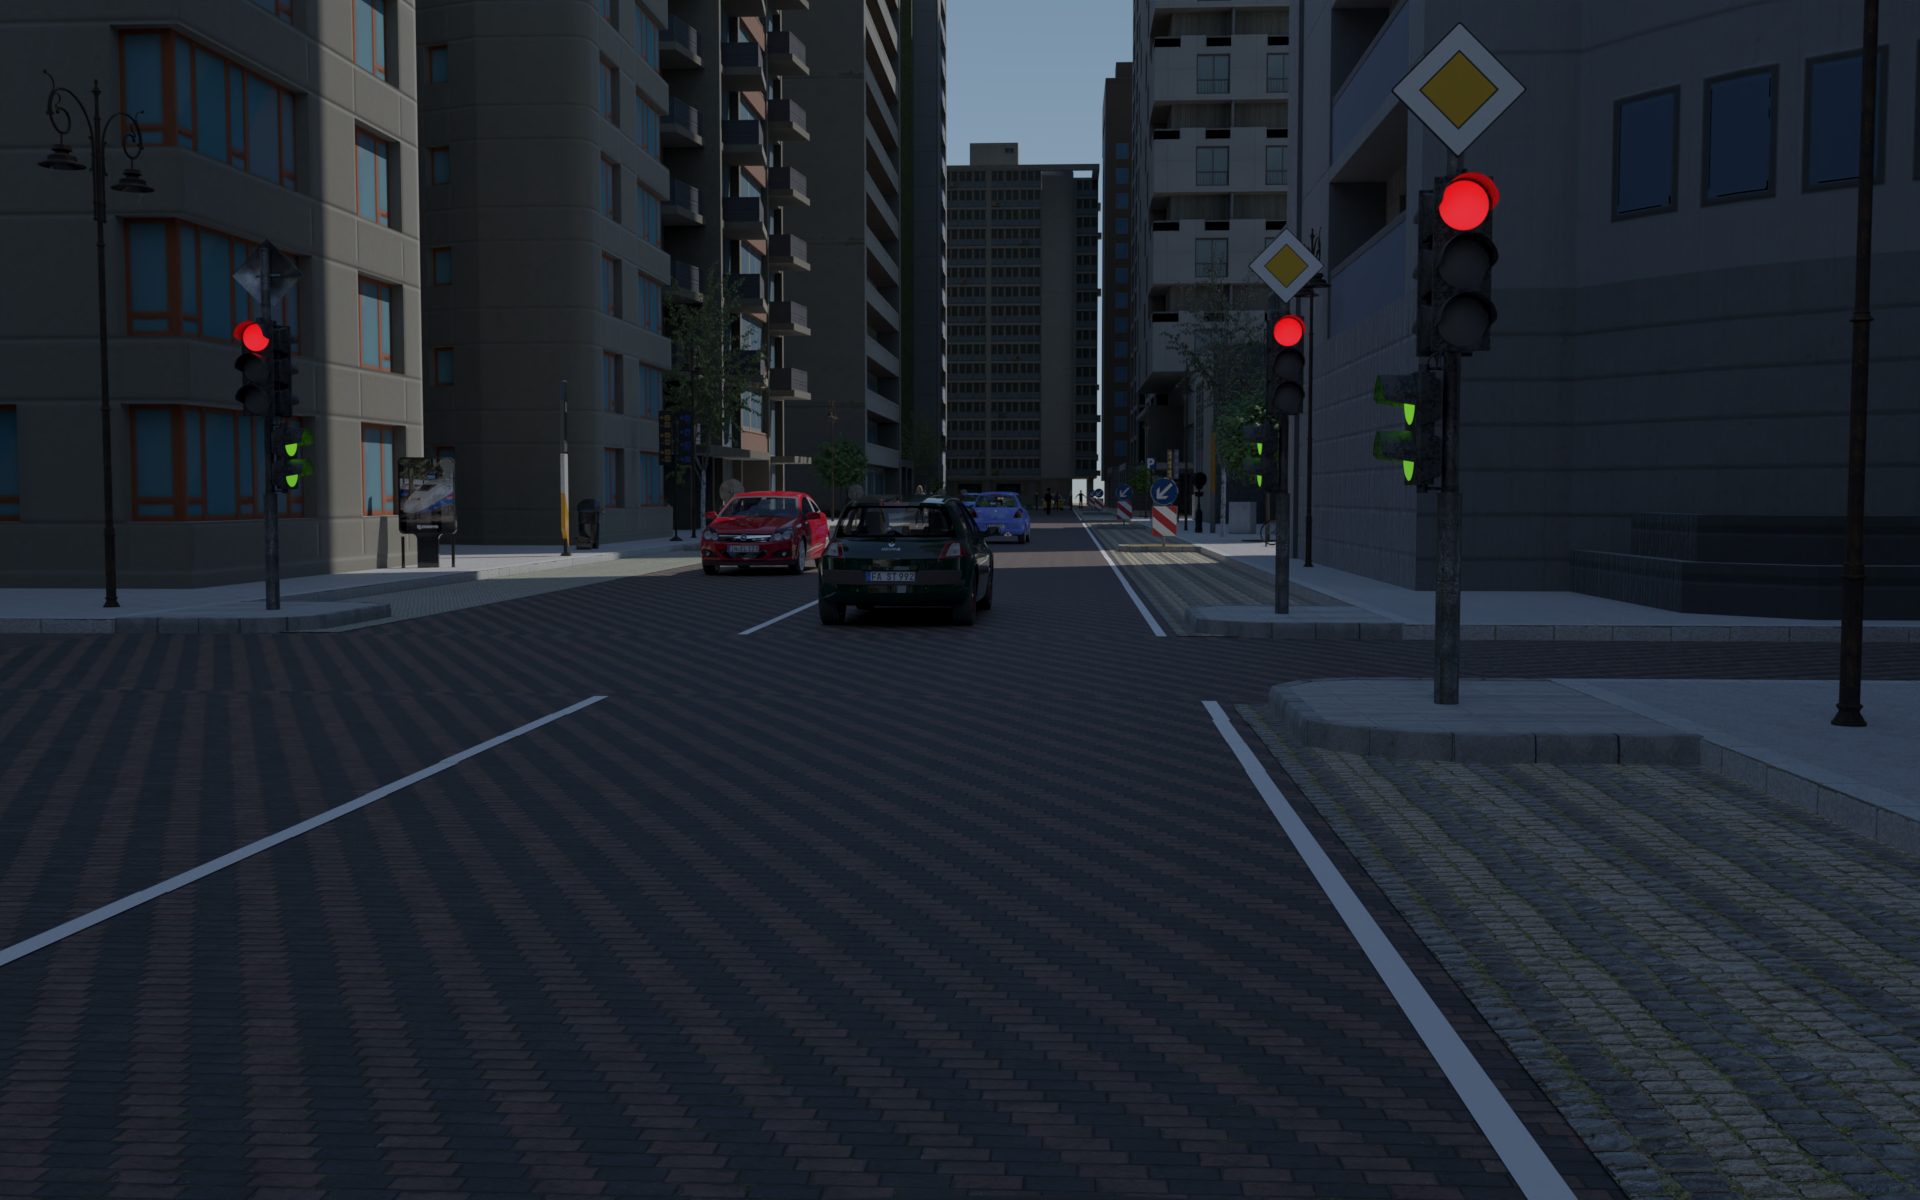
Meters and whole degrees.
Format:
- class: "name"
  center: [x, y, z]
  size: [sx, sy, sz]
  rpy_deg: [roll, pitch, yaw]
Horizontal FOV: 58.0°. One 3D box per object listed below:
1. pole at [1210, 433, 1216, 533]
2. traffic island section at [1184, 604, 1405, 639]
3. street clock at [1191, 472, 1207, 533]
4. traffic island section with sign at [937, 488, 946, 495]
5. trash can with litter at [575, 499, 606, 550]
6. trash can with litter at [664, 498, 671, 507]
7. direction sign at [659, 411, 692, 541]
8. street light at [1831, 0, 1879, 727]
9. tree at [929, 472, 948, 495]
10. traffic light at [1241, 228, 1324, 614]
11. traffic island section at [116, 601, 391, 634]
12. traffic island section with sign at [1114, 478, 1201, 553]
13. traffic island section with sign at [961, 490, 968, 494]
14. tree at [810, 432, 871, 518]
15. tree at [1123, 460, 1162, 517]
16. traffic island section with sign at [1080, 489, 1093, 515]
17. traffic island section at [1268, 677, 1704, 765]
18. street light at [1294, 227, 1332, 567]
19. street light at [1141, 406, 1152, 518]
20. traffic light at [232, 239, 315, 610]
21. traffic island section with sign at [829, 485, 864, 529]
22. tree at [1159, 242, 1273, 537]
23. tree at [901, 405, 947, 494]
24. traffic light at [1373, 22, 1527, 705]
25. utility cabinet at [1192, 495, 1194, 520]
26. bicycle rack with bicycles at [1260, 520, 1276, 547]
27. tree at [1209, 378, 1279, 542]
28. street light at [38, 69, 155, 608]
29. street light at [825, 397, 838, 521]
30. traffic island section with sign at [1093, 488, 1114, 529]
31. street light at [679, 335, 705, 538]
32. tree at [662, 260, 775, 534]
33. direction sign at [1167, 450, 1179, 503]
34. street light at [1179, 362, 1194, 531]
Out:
- class: "pole"
  center: [8.318, -3.857, 56.900]
  size: [0.158, 3.312, 0.155]
  rpy_deg: [0, 3, 0]
- class: "traffic island section"
  center: [3.474, 0.226, 18.581]
  size: [2.009, 0.180, 2.903]
  rpy_deg: [0, 4, 3]
- class: "street clock"
  center: [7.899, -3.222, 57.243]
  size: [0.471, 2.002, 0.358]
  rpy_deg: [-2, 4, -25]
- class: "traffic island section with sign"
  center: [-1.242, -6.903, 121.498]
  size: [1.989, 1.847, 2.006]
  rpy_deg: [0, 4, 3]
- class: "trash can with litter"
  center: [-8.609, -1.765, 40.250]
  size: [0.624, 1.170, 1.055]
  rpy_deg: [0, 4, -4]
- class: "trash can with litter"
  center: [-9.304, -2.527, 52.706]
  size: [1.055, 1.170, 0.624]
  rpy_deg: [-1, 4, -11]
- class: "direction sign"
  center: [-7.748, -3.375, 47.178]
  size: [0.876, 3.537, 0.379]
  rpy_deg: [-1, 4, -13]
- class: "street light"
  center: [4.937, -2.242, 9.441]
  size: [0.468, 5.910, 1.993]
  rpy_deg: [0, 4, 3]
- class: "tree"
  center: [-2.090, -9.348, 147.442]
  size: [1.663, 3.219, 1.824]
  rpy_deg: [0, 3, 0]
- class: "traffic light"
  center: [3.434, -1.807, 18.469]
  size: [0.839, 4.253, 0.868]
  rpy_deg: [0, 4, 3]
- class: "traffic island section"
  center: [-7.648, 0.186, 19.244]
  size: [2.009, 0.180, 2.903]
  rpy_deg: [0, 4, 3]
- class: "traffic island section with sign"
  center: [4.933, -2.111, 43.137]
  size: [1.989, 1.847, 2.006]
  rpy_deg: [0, 4, 3]
- class: "traffic island section with sign"
  center: [0.390, -8.582, 148.950]
  size: [1.989, 1.847, 2.006]
  rpy_deg: [0, 4, 3]
- class: "tree"
  center: [-6.319, -6.626, 92.054]
  size: [4.285, 4.588, 4.351]
  rpy_deg: [0, 3, 0]
- class: "tree"
  center: [10.447, -6.399, 99.225]
  size: [1.663, 3.219, 1.824]
  rpy_deg: [0, 3, 0]
- class: "traffic island section with sign"
  center: [9.519, -6.821, 120.156]
  size: [1.989, 1.847, 2.006]
  rpy_deg: [0, 4, 3]
- class: "traffic island section"
  center: [3.000, 0.714, 10.610]
  size: [2.009, 0.180, 2.903]
  rpy_deg: [0, 4, 3]
- class: "street light"
  center: [6.127, -3.517, 30.283]
  size: [0.468, 5.910, 1.993]
  rpy_deg: [0, 4, 3]
- class: "street light"
  center: [9.819, -7.250, 91.322]
  size: [0.468, 5.910, 1.993]
  rpy_deg: [0, 4, 3]
- class: "traffic light"
  center: [-7.608, -1.846, 19.107]
  size: [0.839, 4.253, 0.868]
  rpy_deg: [0, 4, 3]
- class: "traffic island section with sign"
  center: [-4.249, -3.813, 70.976]
  size: [1.989, 1.847, 2.006]
  rpy_deg: [0, 4, 3]
- class: "tree"
  center: [8.109, -6.189, 51.547]
  size: [4.360, 8.622, 3.978]
  rpy_deg: [0, 3, 0]
- class: "tree"
  center: [-2.928, -11.759, 142.625]
  size: [4.737, 8.622, 4.395]
  rpy_deg: [0, 3, 0]
- class: "traffic light"
  center: [2.961, -1.320, 10.498]
  size: [0.839, 4.253, 0.868]
  rpy_deg: [0, 4, 3]
- class: "utility cabinet"
  center: [11.765, -4.581, 86.058]
  size: [0.306, 1.237, 1.020]
  rpy_deg: [1, 4, 18]
- class: "bicycle rack with bicycles"
  center: [8.630, -1.778, 42.459]
  size: [2.925, 0.926, 2.852]
  rpy_deg: [3, 4, 39]
- class: "tree"
  center: [8.429, -3.858, 46.788]
  size: [4.285, 4.588, 4.351]
  rpy_deg: [0, 3, 0]
- class: "street light"
  center: [-9.625, -2.855, 19.471]
  size: [0.468, 5.910, 1.993]
  rpy_deg: [0, 4, 3]
- class: "street light"
  center: [-5.967, -6.612, 80.894]
  size: [0.468, 5.910, 1.993]
  rpy_deg: [0, 4, 3]
- class: "traffic island section with sign"
  center: [6.572, -3.797, 70.714]
  size: [1.989, 1.847, 2.006]
  rpy_deg: [0, 4, 3]
- class: "street light"
  center: [-7.780, -4.751, 50.460]
  size: [0.468, 5.910, 1.993]
  rpy_deg: [0, 4, 3]
- class: "tree"
  center: [-8.157, -6.433, 55.536]
  size: [4.737, 8.622, 4.395]
  rpy_deg: [0, 3, 0]
- class: "direction sign"
  center: [10.844, -5.891, 88.312]
  size: [0.876, 3.537, 0.379]
  rpy_deg: [-3, 5, -42]
- class: "street light"
  center: [7.961, -5.387, 60.866]
  size: [0.468, 5.910, 1.993]
  rpy_deg: [0, 4, 3]
